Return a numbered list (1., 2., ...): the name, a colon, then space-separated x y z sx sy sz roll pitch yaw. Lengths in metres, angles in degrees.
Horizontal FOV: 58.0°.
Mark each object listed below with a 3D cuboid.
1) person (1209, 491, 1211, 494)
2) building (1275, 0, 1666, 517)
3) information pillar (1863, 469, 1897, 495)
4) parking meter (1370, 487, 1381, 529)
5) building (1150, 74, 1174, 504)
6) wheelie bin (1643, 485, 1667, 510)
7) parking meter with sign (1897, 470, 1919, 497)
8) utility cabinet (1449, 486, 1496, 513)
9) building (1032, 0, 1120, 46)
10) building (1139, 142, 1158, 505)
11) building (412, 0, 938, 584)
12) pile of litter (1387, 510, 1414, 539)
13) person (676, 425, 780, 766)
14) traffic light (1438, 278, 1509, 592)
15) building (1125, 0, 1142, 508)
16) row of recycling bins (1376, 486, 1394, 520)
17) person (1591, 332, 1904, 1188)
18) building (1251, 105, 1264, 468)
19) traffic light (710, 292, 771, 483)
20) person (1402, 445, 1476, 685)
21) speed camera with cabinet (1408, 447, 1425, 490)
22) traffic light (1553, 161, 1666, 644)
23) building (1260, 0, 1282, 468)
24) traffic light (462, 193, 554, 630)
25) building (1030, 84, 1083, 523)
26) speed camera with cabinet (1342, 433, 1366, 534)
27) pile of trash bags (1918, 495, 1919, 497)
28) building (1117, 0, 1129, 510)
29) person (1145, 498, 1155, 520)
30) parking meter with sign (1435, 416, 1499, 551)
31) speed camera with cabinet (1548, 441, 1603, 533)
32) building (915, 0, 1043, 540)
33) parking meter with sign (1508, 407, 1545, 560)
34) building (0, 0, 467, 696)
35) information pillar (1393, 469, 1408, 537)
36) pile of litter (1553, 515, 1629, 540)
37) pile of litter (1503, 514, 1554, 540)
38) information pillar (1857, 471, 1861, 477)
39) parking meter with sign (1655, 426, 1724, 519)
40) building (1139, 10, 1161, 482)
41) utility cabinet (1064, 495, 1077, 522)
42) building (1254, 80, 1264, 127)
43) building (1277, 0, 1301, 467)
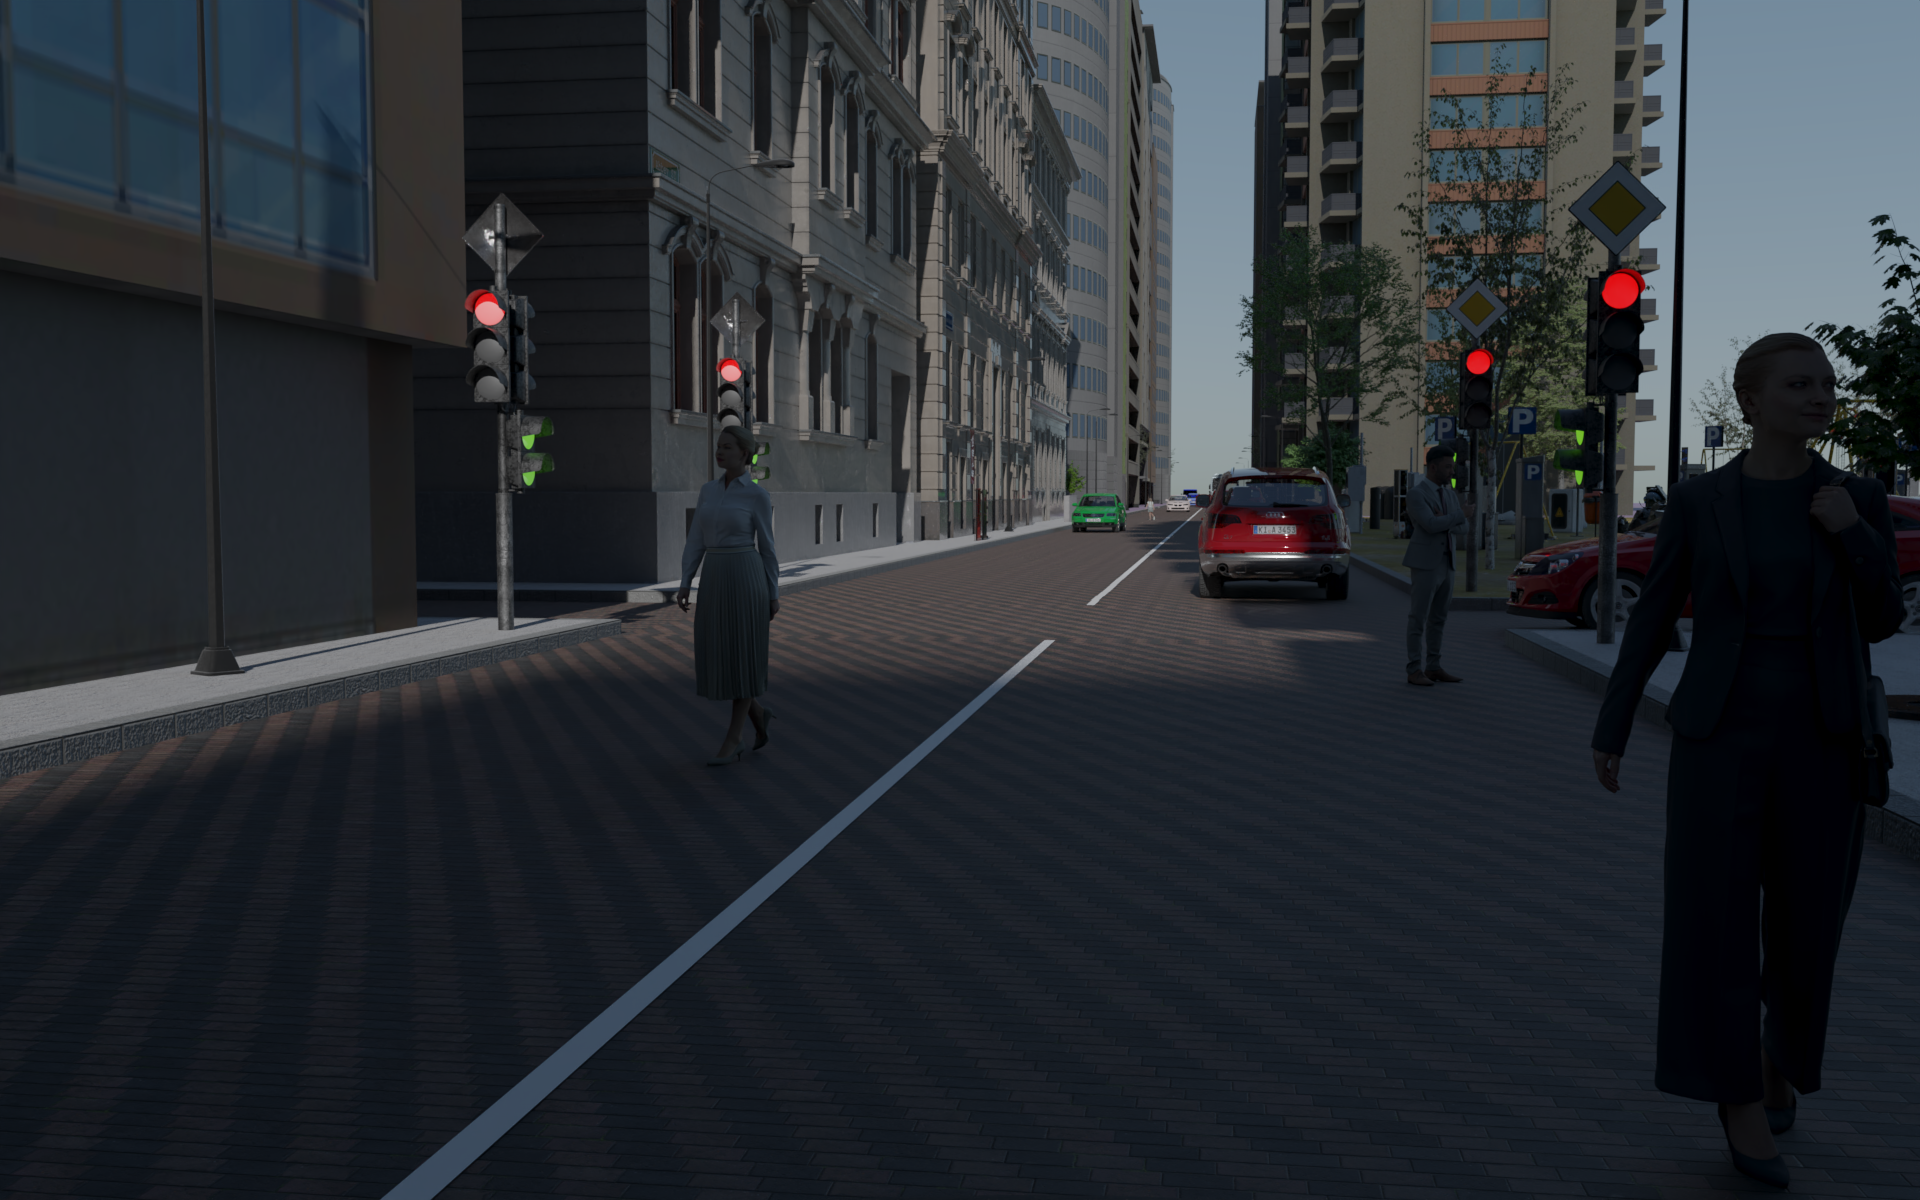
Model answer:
1. person: 27.917 -11.323 193.708 0.705 1.814 1.350 2 4 33
2. building: 31.974 -27.966 111.868 22.147 44.769 28.867 1 4 8
3. information pillar: 11.789 -1.085 22.227 0.304 2.012 0.304 0 4 4
4. parking meter: 15.168 -3.356 63.289 0.372 1.533 0.369 0 3 0
5. building: 18.174 -42.540 237.529 21.231 58.520 28.212 1 4 8
6. wheelie bin: 29.373 -3.996 73.235 0.980 1.594 0.693 2 4 32
7. parking meter with sign: 29.548 -3.537 54.096 1.738 3.016 0.543 2 4 25
8. utility cabinet: 13.730 -2.307 46.398 1.173 1.500 0.318 2 4 28
9. building: -0.903 -34.928 113.074 21.231 58.520 28.212 1 4 8
10. building: 17.410 -34.648 216.602 14.600 45.320 14.200 1 4 8
11. building: -8.837 -15.195 35.820 14.401 28.519 23.554 1 4 8
12. pile of litter: 13.024 -2.175 49.527 1.176 0.858 1.719 -2 4 -26
13. person: -1.197 -0.039 9.362 0.478 1.798 0.641 2 4 33
14. traffic light: 6.715 -2.065 22.686 0.839 4.253 0.868 1 4 8
15. building: 4.836 -32.386 153.218 21.300 48.544 21.600 1 4 8
16. row of recycling bins: 21.870 -4.941 87.900 1.069 1.692 3.534 -1 4 -14
17. person: 1.720 0.315 3.770 0.576 1.772 0.534 0 4 -3
18. building: 40.053 -33.315 194.809 14.600 45.320 14.200 1 4 8
19. traffic light: -3.090 -2.153 24.127 0.839 4.253 0.868 1 4 8
20. person: 3.617 -0.266 13.036 0.466 1.800 0.511 3 5 40
21. speed camera with cabinet: 19.541 -4.801 72.830 0.660 3.252 2.038 -1 4 -21
22. traffic light: 5.537 -1.582 14.788 0.839 4.253 0.868 1 4 8
23. building: 37.878 -37.524 155.520 21.231 58.520 28.212 1 4 8
24. traffic light: -4.268 -1.670 16.229 0.839 4.253 0.868 1 4 8
25. building: -0.778 -15.086 82.809 11.583 22.565 21.152 1 4 8
26. speed camera with cabinet: 12.839 -3.805 56.545 0.660 3.252 2.038 0 4 7
27. pile of trash bags: 20.873 -1.724 37.940 1.912 1.369 3.447 3 5 40
28. building: 5.618 -27.601 134.872 14.154 41.232 14.086 1 4 8
29. person: 10.481 -5.013 95.484 0.505 1.210 0.382 -1 4 -9
30. parking meter with sign: 11.603 -2.647 39.540 1.738 3.016 0.543 -3 4 -36
31. speed camera with cabinet: 20.428 -3.839 57.108 0.660 3.252 2.038 -2 4 -32
32. building: -4.353 -16.061 59.856 12.463 27.353 25.104 1 4 8
33. parking meter with sign: 11.142 -2.304 33.939 0.543 3.016 1.738 0 4 8
34. building: -12.834 -22.004 9.869 14.200 45.320 14.600 1 4 8
35. information pillar: 13.093 -2.874 51.478 0.304 2.012 0.304 -1 4 -18
36. pile of litter: 13.170 -1.310 35.382 1.719 0.858 1.176 -3 5 -42
37. pile of litter: 16.207 -2.155 49.204 1.176 0.858 1.719 -1 4 -10
38. information pillar: 46.228 -5.966 88.896 0.504 3.616 0.183 1 4 18
39. parking meter with sign: 18.499 -2.920 44.003 1.738 3.016 0.543 -1 4 -22
40. building: 7.835 -37.136 196.405 28.713 52.752 27.495 1 4 8
41. utility cabinet: 5.068 -4.192 79.699 0.306 1.237 1.020 1 4 23
42. building: 51.028 -38.235 214.385 28.713 52.752 27.495 1 4 8
43. building: 31.876 -27.575 134.454 14.154 41.232 14.086 1 4 8
